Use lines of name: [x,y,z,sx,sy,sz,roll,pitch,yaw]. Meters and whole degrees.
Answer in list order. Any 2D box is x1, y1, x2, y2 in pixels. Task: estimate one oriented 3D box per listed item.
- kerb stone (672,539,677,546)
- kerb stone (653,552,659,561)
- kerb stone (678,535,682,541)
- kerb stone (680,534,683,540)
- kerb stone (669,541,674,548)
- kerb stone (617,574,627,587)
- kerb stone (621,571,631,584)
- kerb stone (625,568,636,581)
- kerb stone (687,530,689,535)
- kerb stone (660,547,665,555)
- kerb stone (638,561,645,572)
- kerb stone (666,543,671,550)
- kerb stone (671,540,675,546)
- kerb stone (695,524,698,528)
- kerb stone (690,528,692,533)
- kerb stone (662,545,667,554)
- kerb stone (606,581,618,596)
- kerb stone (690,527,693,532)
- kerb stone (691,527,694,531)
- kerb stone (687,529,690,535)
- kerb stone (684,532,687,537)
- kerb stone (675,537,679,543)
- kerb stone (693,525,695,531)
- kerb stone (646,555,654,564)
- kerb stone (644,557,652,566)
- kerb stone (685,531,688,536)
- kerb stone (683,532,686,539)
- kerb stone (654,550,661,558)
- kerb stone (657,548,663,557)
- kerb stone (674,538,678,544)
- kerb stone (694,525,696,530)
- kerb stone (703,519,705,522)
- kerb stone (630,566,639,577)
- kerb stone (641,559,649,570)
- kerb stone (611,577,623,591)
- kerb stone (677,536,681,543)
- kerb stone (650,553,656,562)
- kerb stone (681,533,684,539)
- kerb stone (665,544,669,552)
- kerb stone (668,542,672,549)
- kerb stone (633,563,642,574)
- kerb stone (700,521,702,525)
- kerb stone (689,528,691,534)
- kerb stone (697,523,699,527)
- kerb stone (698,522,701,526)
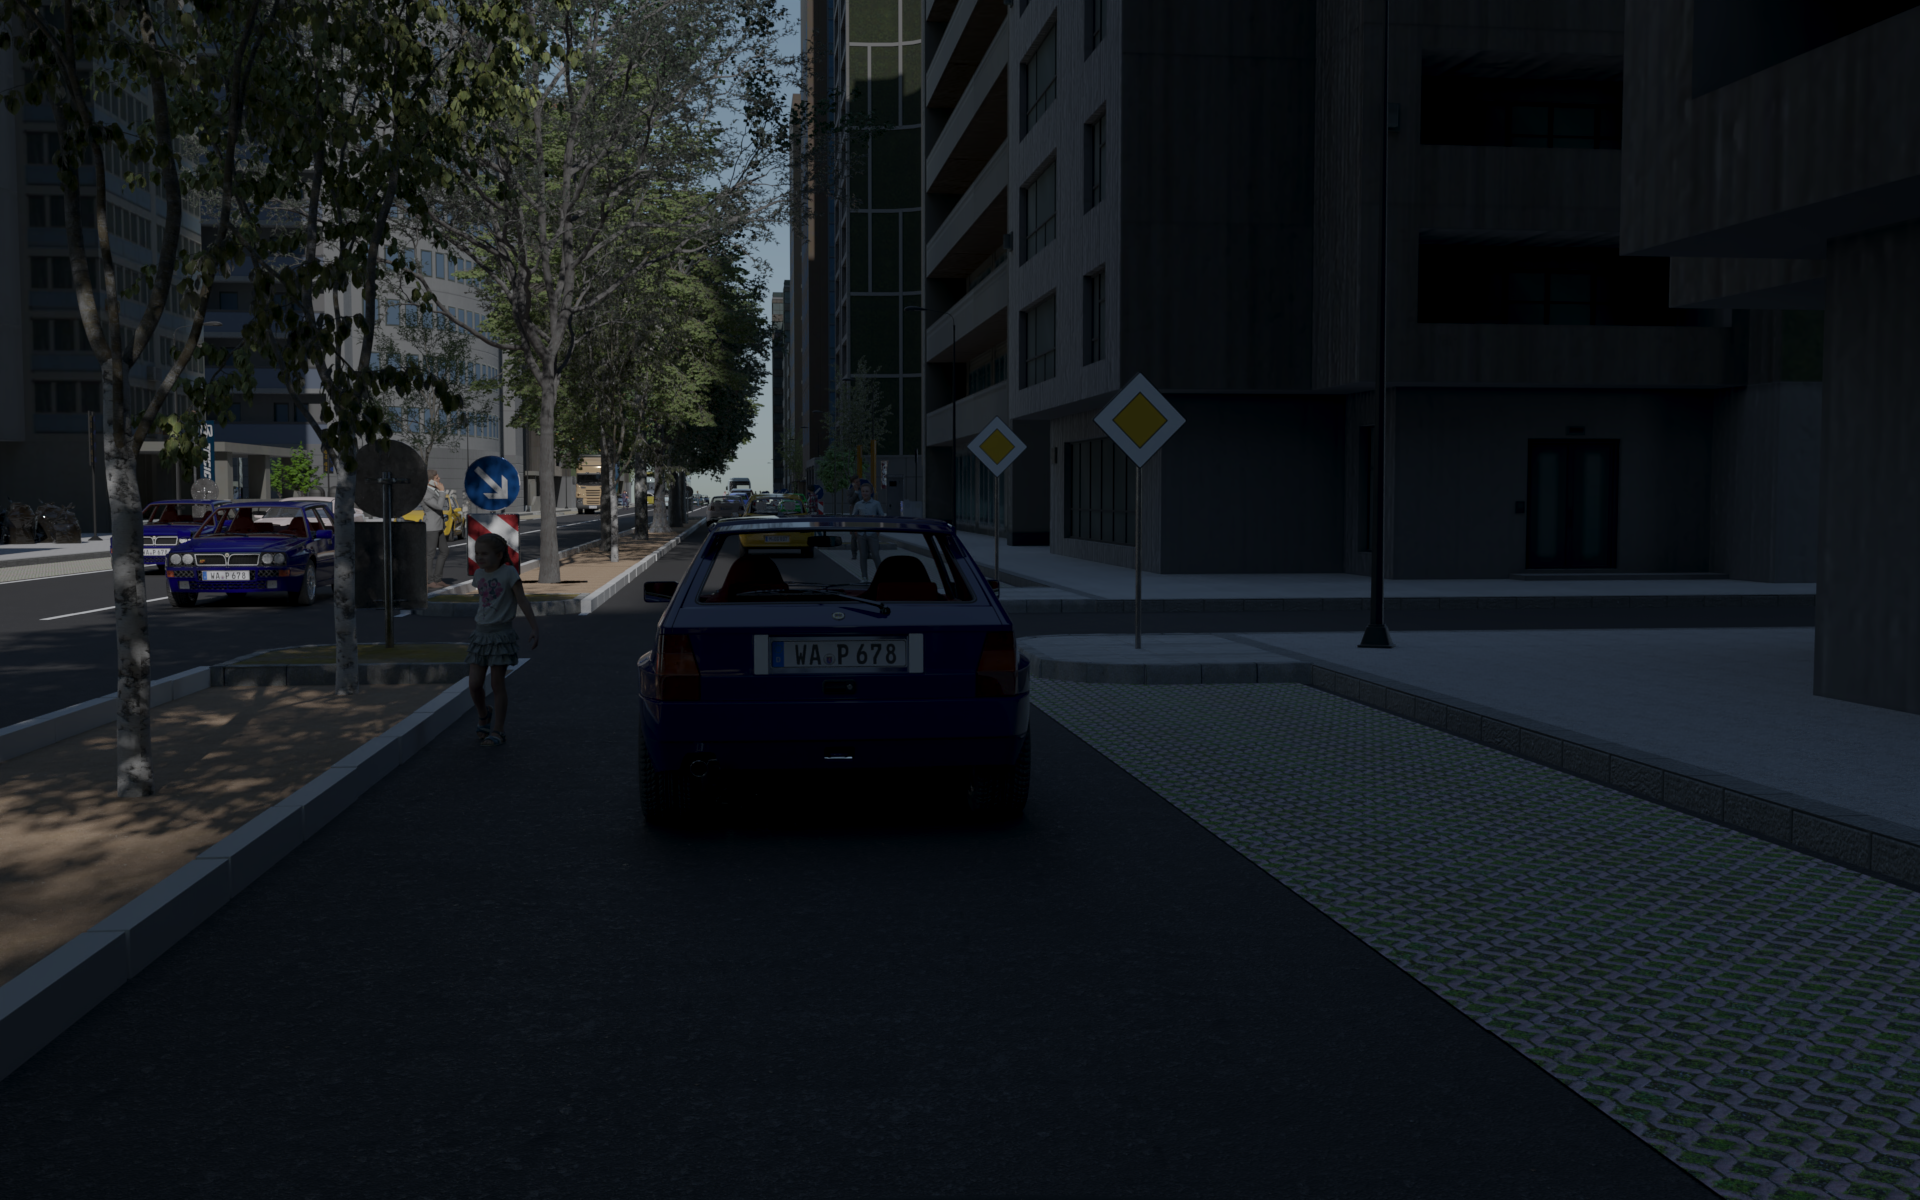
kerb stone: [-7.798,-1.504,46.803,0.120,0.150,1.000,0,4,-7]
kerb stone: [-6.515,-0.877,36.633,0.120,0.150,1.000,0,4,-7]
kerb stone: [-8.313,-1.750,50.872,0.120,0.150,1.000,0,4,-7]
kerb stone: [-8.439,-1.814,51.890,0.120,0.150,1.000,0,4,-7]
kerb stone: [-7.538,-1.381,44.769,0.120,0.150,1.000,0,4,-7]
kerb stone: [-5.222,-0.262,26.473,0.120,0.150,1.000,0,4,-7]
kerb stone: [-5.351,-0.324,27.487,0.120,0.150,1.000,0,4,-7]
kerb stone: [-5.473,-0.386,28.511,0.120,0.150,1.000,0,4,-7]
kerb stone: [-9.220,-2.190,58.003,0.120,0.150,1.000,0,4,-7]
kerb stone: [-6.891,-1.069,39.682,0.120,0.150,1.000,0,4,-7]
kerb stone: [-5.866,-0.573,31.557,0.120,0.150,1.000,0,4,-7]
kerb stone: [-7.285,-1.252,42.738,0.120,0.150,1.000,0,4,-7]
kerb stone: [-7.672,-1.443,45.789,0.120,0.150,1.000,0,4,-7]
kerb stone: [-10.502,-2.811,68.172,0.120,0.150,1.000,0,4,-7]
kerb stone: [-9.603,-2.375,61.049,0.120,0.150,1.000,0,4,-7]
kerb stone: [-7.021,-1.132,40.696,0.120,0.150,1.000,0,4,-7]
kerb stone: [-4.963,-0.135,24.443,0.120,0.150,1.000,0,4,-7]
kerb stone: [-9.737,-2.437,62.067,0.120,0.150,1.000,0,4,-7]
kerb stone: [-9.864,-2.501,63.081,0.120,0.150,1.000,0,4,-7]
kerb stone: [-9.346,-2.247,59.021,0.120,0.150,1.000,0,4,-7]
kerb stone: [-8.832,-2.003,54.945,0.120,0.150,1.000,0,4,-7]
kerb stone: [-8.063,-1.627,48.842,0.120,0.150,1.000,0,4,-7]
kerb stone: [-10.117,-2.624,65.116,0.120,0.150,1.000,0,4,-7]
kerb stone: [-6.251,-0.759,34.599,0.120,0.150,1.000,0,4,-7]
kerb stone: [-6.116,-0.697,33.586,0.120,0.150,1.000,0,4,-7]
kerb stone: [-8.955,-2.066,55.967,0.120,0.150,1.000,0,4,-7]
kerb stone: [-8.700,-1.940,53.917,0.120,0.150,1.000,0,4,-7]
kerb stone: [-6.632,-0.945,37.654,0.120,0.150,1.000,0,4,-7]
kerb stone: [-6.771,-1.006,38.667,0.120,0.150,1.000,0,4,-7]
kerb stone: [-7.928,-1.567,47.824,0.120,0.150,1.000,0,4,-7]
kerb stone: [-10.248,-2.687,66.133,0.120,0.150,1.000,0,4,-7]
kerb stone: [-12.183,-3.620,81.374,0.120,0.150,1.000,0,4,-7]
kerb stone: [-5.612,-0.448,29.527,0.120,0.150,1.000,0,4,-7]
kerb stone: [-5.992,-0.629,32.571,0.120,0.150,1.000,0,4,-7]
kerb stone: [-5.092,-0.200,25.459,0.120,0.150,1.000,0,4,-7]
kerb stone: [-8.190,-1.692,49.856,0.120,0.150,1.000,0,4,-7]
kerb stone: [-6.387,-0.821,35.618,0.120,0.150,1.000,0,4,-7]
kerb stone: [-8.572,-1.878,52.903,0.120,0.150,1.000,0,4,-7]
kerb stone: [-7.154,-1.194,41.721,0.120,0.150,1.000,0,4,-7]
kerb stone: [-7.410,-1.318,43.752,0.120,0.150,1.000,0,4,-7]
kerb stone: [-5.735,-0.511,30.543,0.120,0.150,1.000,0,4,-7]
kerb stone: [-11.407,-3.246,75.278,0.120,0.150,1.000,0,4,-7]
kerb stone: [-9.471,-2.314,60.036,0.120,0.150,1.000,0,4,-7]
kerb stone: [-10.769,-2.936,70.206,0.120,0.150,1.000,0,4,-7]
kerb stone: [-11.151,-3.119,73.250,0.120,0.150,1.000,0,4,-7]
